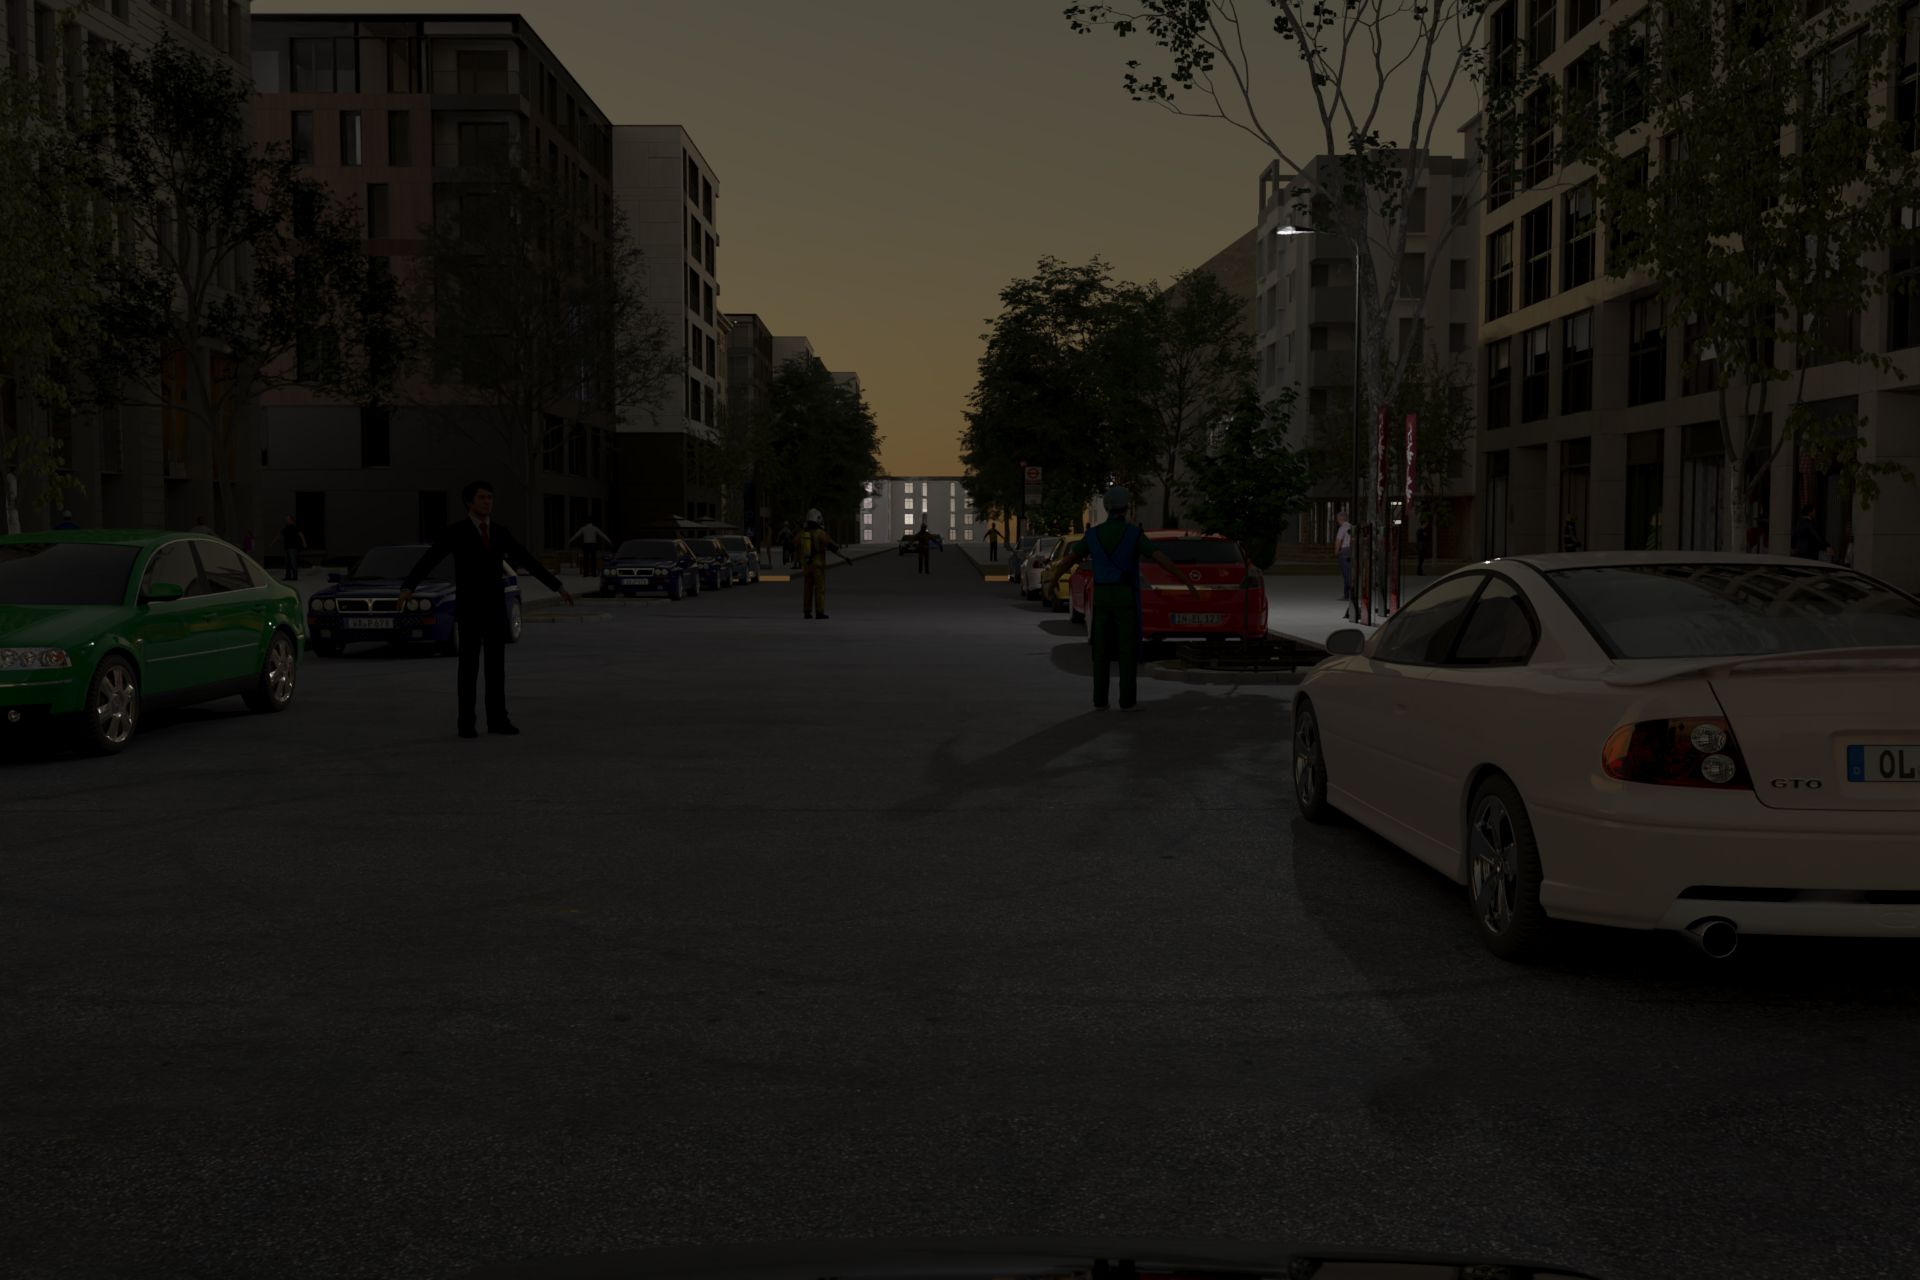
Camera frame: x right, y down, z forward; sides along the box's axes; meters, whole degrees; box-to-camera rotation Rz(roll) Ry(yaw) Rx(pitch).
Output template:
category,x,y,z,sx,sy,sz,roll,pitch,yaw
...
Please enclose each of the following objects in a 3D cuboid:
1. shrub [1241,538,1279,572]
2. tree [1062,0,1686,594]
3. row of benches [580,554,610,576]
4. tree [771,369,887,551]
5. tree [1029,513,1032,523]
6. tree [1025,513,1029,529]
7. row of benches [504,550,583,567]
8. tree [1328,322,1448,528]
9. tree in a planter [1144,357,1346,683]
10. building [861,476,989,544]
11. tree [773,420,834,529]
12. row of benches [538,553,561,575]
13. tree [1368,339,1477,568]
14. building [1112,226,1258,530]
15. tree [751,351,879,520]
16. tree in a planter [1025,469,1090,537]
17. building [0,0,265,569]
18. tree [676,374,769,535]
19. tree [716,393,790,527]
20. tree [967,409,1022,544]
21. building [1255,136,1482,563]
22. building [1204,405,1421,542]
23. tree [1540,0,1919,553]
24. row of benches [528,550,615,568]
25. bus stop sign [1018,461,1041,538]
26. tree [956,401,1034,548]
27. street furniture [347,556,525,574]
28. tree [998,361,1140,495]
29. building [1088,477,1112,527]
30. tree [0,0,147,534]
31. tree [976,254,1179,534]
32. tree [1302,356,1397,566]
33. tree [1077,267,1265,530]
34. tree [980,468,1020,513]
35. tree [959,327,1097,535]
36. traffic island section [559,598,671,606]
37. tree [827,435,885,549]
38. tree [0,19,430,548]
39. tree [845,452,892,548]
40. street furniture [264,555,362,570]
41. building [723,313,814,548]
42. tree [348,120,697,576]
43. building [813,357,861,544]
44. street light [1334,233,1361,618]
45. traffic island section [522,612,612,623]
category,x,y,z,sx,sy,sz,roll,pitch,yaw
shrub,9.564,-3.209,56.502,1.661,2.075,1.752,0,3,0
tree,8.449,-10.964,35.144,12.611,20.169,13.585,0,3,0
row of benches,-11.330,-2.356,53.975,1.422,0.672,4.104,-1,4,-18
tree,-10.107,-13.689,130.477,9.857,13.997,8.962,0,3,0
tree,4.857,-10.478,121.672,4.360,8.622,3.978,0,3,0
tree,9.743,-17.941,243.696,4.737,8.622,4.395,0,3,0
row of benches,-16.825,-3.187,67.571,4.104,0.672,1.422,0,4,0
tree,14.349,-6.546,57.397,4.737,8.622,4.395,0,3,0
tree in a planter,2.921,-1.246,17.595,1.991,3.239,1.994,0,4,-1
building,-9.925,-18.576,248.322,28.070,9.664,9.099,0,4,5
tree,-10.028,-9.856,111.502,4.360,8.622,3.978,0,3,0
row of benches,-13.247,-2.462,55.721,1.422,0.672,4.104,-1,4,-11
tree,17.558,-6.983,64.531,4.737,8.622,4.395,0,3,0
building,21.502,-18.248,129.276,19.493,23.208,18.063,0,3,0
tree,-10.102,-13.055,120.096,9.857,13.997,8.962,0,3,0
tree in a planter,2.698,-3.111,48.080,1.991,3.239,1.994,0,4,-1
building,-29.693,-16.361,44.996,11.434,29.767,29.804,0,4,0
tree,-10.678,-7.848,78.680,4.737,8.622,4.395,0,3,0
tree,-10.769,-8.594,90.872,4.737,8.622,4.395,0,3,0
tree,4.584,-12.590,131.604,9.928,11.665,9.643,0,3,0
building,20.437,-14.213,88.800,16.016,20.090,11.380,0,4,-1
building,21.544,-10.030,106.131,9.099,9.664,28.070,0,4,0
tree,8.163,-4.132,17.927,4.737,8.622,4.395,0,3,0
row of benches,-15.132,-3.065,65.569,4.104,0.672,1.422,1,4,11
bus stop sign,2.519,-4.535,62.854,0.855,3.939,0.416,0,4,-1
tree,4.233,-15.425,158.846,9.857,13.997,8.962,0,3,0
street furniture,-17.497,-2.664,59.179,5.734,0.657,10.072,0,4,-7
tree,5.475,-9.511,89.915,8.767,10.594,7.601,0,4,7
building,21.314,-16.507,212.031,9.099,9.664,28.070,0,4,-1
tree,-12.418,-4.395,22.217,4.737,8.622,4.395,0,3,0
tree,5.246,-10.459,77.662,9.857,13.997,8.962,0,3,0
tree,16.025,-7.327,70.164,4.737,8.622,4.395,0,3,0
tree,8.121,-8.645,67.094,9.928,11.665,9.643,0,3,0
tree,5.064,-13.344,143.923,9.928,11.665,9.643,0,3,0
tree,4.799,-12.120,104.817,9.857,13.997,8.962,0,3,0
traffic island section,-6.959,-0.761,35.306,1.991,0.108,1.994,0,4,1
tree,-10.259,-13.583,147.833,9.928,11.665,9.643,0,3,0
tree,-13.516,-5.947,31.641,7.601,10.594,8.767,2,4,33
tree,-10.447,-13.722,158.765,8.767,10.594,7.601,0,4,-2
street furniture,-26.675,-2.990,64.519,10.072,0.657,5.734,0,4,8
building,-29.770,-20.344,176.600,27.936,21.610,32.646,0,4,-1
tree,-13.148,-8.694,52.520,12.009,13.543,11.850,0,3,0
building,-27.027,-22.742,215.798,27.936,21.610,32.646,0,4,-1
street light,6.544,-3.283,26.217,1.470,5.913,1.316,0,4,0
traffic island section,-6.886,-0.367,28.868,1.991,0.108,1.994,0,4,-1
